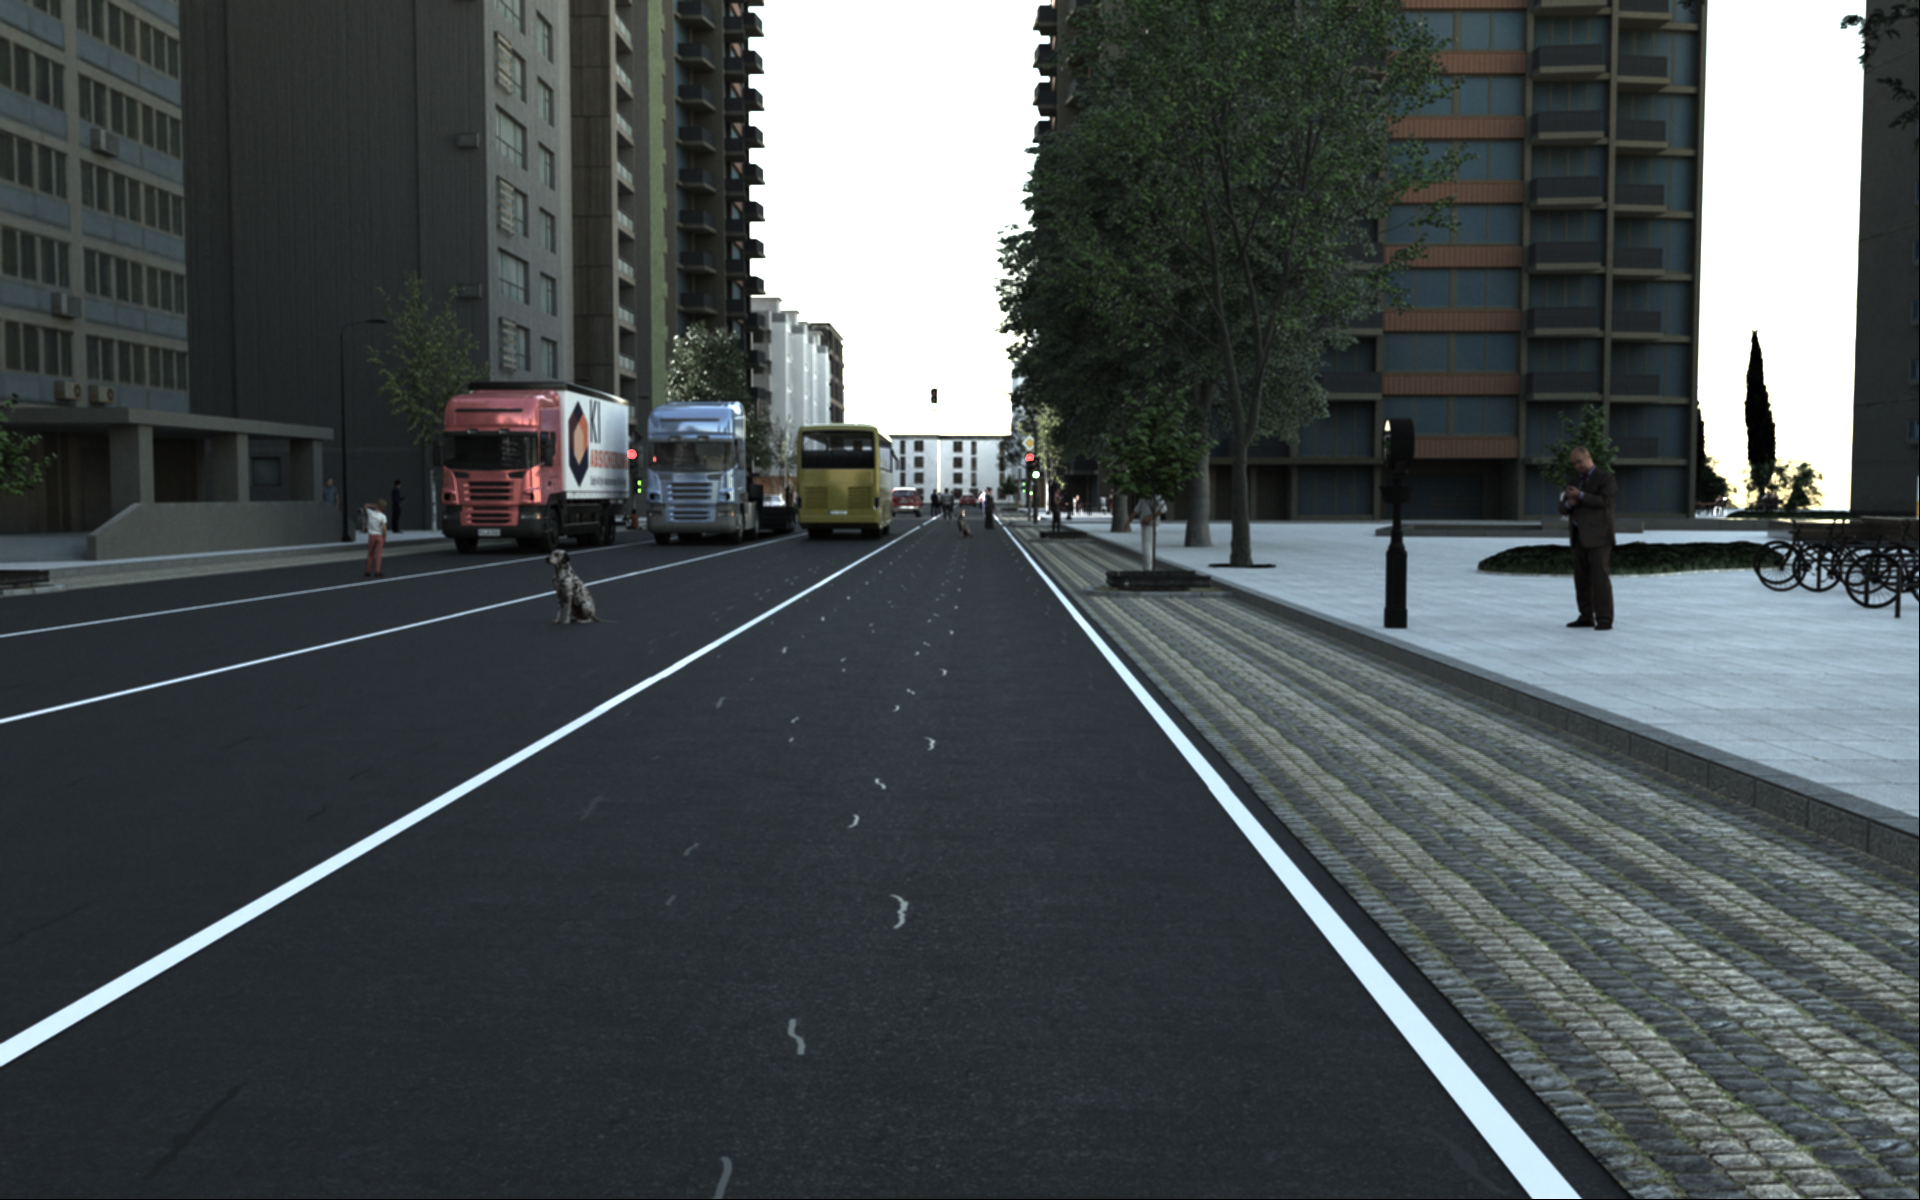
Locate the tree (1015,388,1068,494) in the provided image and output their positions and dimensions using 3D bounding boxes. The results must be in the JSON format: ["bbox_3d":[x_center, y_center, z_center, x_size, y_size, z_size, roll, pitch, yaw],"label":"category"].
[{"bbox_3d":[5.734,-9.974,113.431,4.737,8.622,4.395,0,3,0],"label":"tree"}]

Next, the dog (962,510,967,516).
[{"bbox_3d":[0.327,-5.744,114.106,0.550,0.427,0.748,2,4,31],"label":"dog"}]

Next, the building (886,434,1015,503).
[{"bbox_3d":[-2.989,-18.604,246.329,28.070,9.664,9.099,0,4,1],"label":"building"}]

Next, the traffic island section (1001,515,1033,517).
[{"bbox_3d":[3.575,-5.214,108.110,1.991,0.108,1.994,0,4,1],"label":"traffic island section"}]

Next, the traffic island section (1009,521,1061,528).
[{"bbox_3d":[3.254,-3.178,74.245,2.009,0.180,2.903,0,4,1],"label":"traffic island section"}]

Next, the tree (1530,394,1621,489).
[{"bbox_3d":[12.211,-2.389,33.662,1.663,3.219,1.824,0,3,0],"label":"tree"}]

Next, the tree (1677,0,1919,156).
[{"bbox_3d":[5.436,-4.451,7.190,8.767,10.594,7.601,3,5,40],"label":"tree"}]

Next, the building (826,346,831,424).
[{"bbox_3d":[-22.789,-20.947,198.898,16.016,20.091,11.380,0,4,1],"label":"building"}]

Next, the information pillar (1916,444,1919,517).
[{"bbox_3d":[44.888,-5.467,80.736,0.504,3.616,0.183,1,4,19],"label":"information pillar"}]

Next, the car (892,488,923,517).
[{"bbox_3d":[-3.457,-6.137,109.009,2.281,1.827,5.304,0,4,0],"label":"car"}]

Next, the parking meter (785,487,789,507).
[{"bbox_3d":[-14.787,-8.718,148.245,0.255,1.863,0.399,-1,4,-16],"label":"parking meter"}]

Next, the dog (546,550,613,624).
[{"bbox_3d":[-4.185,-0.150,19.289,0.800,0.831,0.513,-1,4,-11],"label":"dog"}]

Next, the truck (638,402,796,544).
[{"bbox_3d":[-7.443,-4.068,56.268,2.967,4.110,18.799,0,3,0],"label":"truck"}]

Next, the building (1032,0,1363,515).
[{"bbox_3d":[16.848,-29.411,135.502,22.147,44.769,28.867,0,4,1],"label":"building"}]

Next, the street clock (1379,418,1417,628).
[{"bbox_3d":[4.184,-0.735,16.581,0.358,2.002,0.471,0,4,4],"label":"street clock"}]

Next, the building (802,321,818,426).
[{"bbox_3d":[-23.185,-19.515,175.497,16.016,20.091,11.380,0,4,1],"label":"building"}]

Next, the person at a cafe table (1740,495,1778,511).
[{"bbox_3d":[44.283,-5.171,95.411,1.726,1.238,1.698,-1,4,-22],"label":"person at a cafe table"}]

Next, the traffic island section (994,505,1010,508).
[{"bbox_3d":[4.289,-9.858,184.046,1.991,0.108,1.994,0,4,1],"label":"traffic island section"}]

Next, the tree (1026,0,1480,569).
[{"bbox_3d":[5.014,-6.388,30.205,9.928,11.665,9.643,0,3,0],"label":"tree"}]

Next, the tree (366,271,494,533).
[{"bbox_3d":[-17.363,-6.521,56.981,4.737,8.622,4.395,0,3,0],"label":"tree"}]

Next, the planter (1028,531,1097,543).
[{"bbox_3d":[3.037,-1.869,51.691,1.991,0.319,1.994,0,4,1],"label":"planter"}]

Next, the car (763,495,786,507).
[{"bbox_3d":[-13.452,-6.794,123.441,2.083,1.381,4.827,0,4,0],"label":"car"}]

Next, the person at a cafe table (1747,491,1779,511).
[{"bbox_3d":[54.652,-6.668,117.533,1.698,1.524,1.622,0,4,-5],"label":"person at a cafe table"}]

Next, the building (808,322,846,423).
[{"bbox_3d":[-31.594,-23.009,220.177,32.646,21.610,27.936,0,4,1],"label":"building"}]

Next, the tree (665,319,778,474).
[{"bbox_3d":[-16.591,-12.024,113.601,9.611,12.733,9.660,0,3,0],"label":"tree"}]

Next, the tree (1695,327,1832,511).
[{"bbox_3d":[60.591,-14.542,139.575,13.155,14.587,18.604,-1,4,-12],"label":"tree"}]

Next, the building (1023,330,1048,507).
[{"bbox_3d":[14.824,-19.573,176.443,16.016,20.091,11.380,0,4,1],"label":"building"}]

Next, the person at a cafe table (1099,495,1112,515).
[{"bbox_3d":[9.304,-5.852,106.539,1.698,1.238,1.726,3,5,43],"label":"person at a cafe table"}]

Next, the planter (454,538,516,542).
[{"bbox_3d":[-13.917,-1.889,52.029,1.991,0.319,1.994,0,4,1],"label":"planter"}]

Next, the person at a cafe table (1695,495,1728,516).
[{"bbox_3d":[45.285,-5.692,103.917,1.726,1.238,1.698,-2,4,-25],"label":"person at a cafe table"}]

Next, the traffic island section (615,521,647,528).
[{"bbox_3d":[-14.027,-3.188,74.413,2.009,0.180,2.903,0,4,1],"label":"traffic island section"}]

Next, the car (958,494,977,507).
[{"bbox_3d":[0.893,-11.355,194.686,2.155,1.783,4.494,0,4,0],"label":"car"}]

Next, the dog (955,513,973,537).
[{"bbox_3d":[0.252,-2.499,57.688,0.800,0.831,0.513,0,4,2],"label":"dog"}]

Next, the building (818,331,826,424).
[{"bbox_3d":[-23.231,-20.210,186.856,16.016,20.091,11.380,0,4,1],"label":"building"}]

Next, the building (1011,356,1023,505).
[{"bbox_3d":[14.427,-21.982,215.825,16.016,20.091,11.380,0,4,1],"label":"building"}]

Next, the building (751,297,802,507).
[{"bbox_3d":[-23.807,-18.803,163.843,16.016,20.091,11.380,0,4,1],"label":"building"}]

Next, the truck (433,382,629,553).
[{"bbox_3d":[-10.997,-3.458,45.451,2.839,4.237,11.283,0,4,0],"label":"truck"}]

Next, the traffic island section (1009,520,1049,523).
[{"bbox_3d":[3.329,-3.667,82.230,2.009,0.180,2.903,0,4,1],"label":"traffic island section"}]

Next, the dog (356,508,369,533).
[{"bbox_3d":[-19.620,-2.606,56.983,0.513,0.831,0.800,-1,4,-14],"label":"dog"}]

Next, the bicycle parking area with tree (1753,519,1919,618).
[{"bbox_3d":[13.836,-2.025,20.110,9.016,4.147,8.231,2,4,31],"label":"bicycle parking area with tree"}]

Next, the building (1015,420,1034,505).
[{"bbox_3d":[11.398,-15.556,196.484,9.099,9.664,28.070,0,4,1],"label":"building"}]

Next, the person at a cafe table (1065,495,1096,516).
[{"bbox_3d":[7.139,-5.643,103.124,1.698,1.238,1.726,0,4,-7],"label":"person at a cafe table"}]

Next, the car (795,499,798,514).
[{"bbox_3d":[-11.175,-7.304,128.212,1.959,1.807,4.718,0,4,-1],"label":"car"}]

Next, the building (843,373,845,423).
[{"bbox_3d":[-22.754,-24.052,249.675,11.380,20.091,16.016,0,4,1],"label":"building"}]

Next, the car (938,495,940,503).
[{"bbox_3d":[-2.146,-12.235,212.411,2.083,1.381,4.827,0,4,1],"label":"car"}]

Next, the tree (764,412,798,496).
[{"bbox_3d":[-15.821,-12.553,155.610,4.360,8.622,3.978,0,3,0],"label":"tree"}]

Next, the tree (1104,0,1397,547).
[{"bbox_3d":[5.714,-8.273,41.925,9.857,13.997,8.962,0,3,0],"label":"tree"}]
